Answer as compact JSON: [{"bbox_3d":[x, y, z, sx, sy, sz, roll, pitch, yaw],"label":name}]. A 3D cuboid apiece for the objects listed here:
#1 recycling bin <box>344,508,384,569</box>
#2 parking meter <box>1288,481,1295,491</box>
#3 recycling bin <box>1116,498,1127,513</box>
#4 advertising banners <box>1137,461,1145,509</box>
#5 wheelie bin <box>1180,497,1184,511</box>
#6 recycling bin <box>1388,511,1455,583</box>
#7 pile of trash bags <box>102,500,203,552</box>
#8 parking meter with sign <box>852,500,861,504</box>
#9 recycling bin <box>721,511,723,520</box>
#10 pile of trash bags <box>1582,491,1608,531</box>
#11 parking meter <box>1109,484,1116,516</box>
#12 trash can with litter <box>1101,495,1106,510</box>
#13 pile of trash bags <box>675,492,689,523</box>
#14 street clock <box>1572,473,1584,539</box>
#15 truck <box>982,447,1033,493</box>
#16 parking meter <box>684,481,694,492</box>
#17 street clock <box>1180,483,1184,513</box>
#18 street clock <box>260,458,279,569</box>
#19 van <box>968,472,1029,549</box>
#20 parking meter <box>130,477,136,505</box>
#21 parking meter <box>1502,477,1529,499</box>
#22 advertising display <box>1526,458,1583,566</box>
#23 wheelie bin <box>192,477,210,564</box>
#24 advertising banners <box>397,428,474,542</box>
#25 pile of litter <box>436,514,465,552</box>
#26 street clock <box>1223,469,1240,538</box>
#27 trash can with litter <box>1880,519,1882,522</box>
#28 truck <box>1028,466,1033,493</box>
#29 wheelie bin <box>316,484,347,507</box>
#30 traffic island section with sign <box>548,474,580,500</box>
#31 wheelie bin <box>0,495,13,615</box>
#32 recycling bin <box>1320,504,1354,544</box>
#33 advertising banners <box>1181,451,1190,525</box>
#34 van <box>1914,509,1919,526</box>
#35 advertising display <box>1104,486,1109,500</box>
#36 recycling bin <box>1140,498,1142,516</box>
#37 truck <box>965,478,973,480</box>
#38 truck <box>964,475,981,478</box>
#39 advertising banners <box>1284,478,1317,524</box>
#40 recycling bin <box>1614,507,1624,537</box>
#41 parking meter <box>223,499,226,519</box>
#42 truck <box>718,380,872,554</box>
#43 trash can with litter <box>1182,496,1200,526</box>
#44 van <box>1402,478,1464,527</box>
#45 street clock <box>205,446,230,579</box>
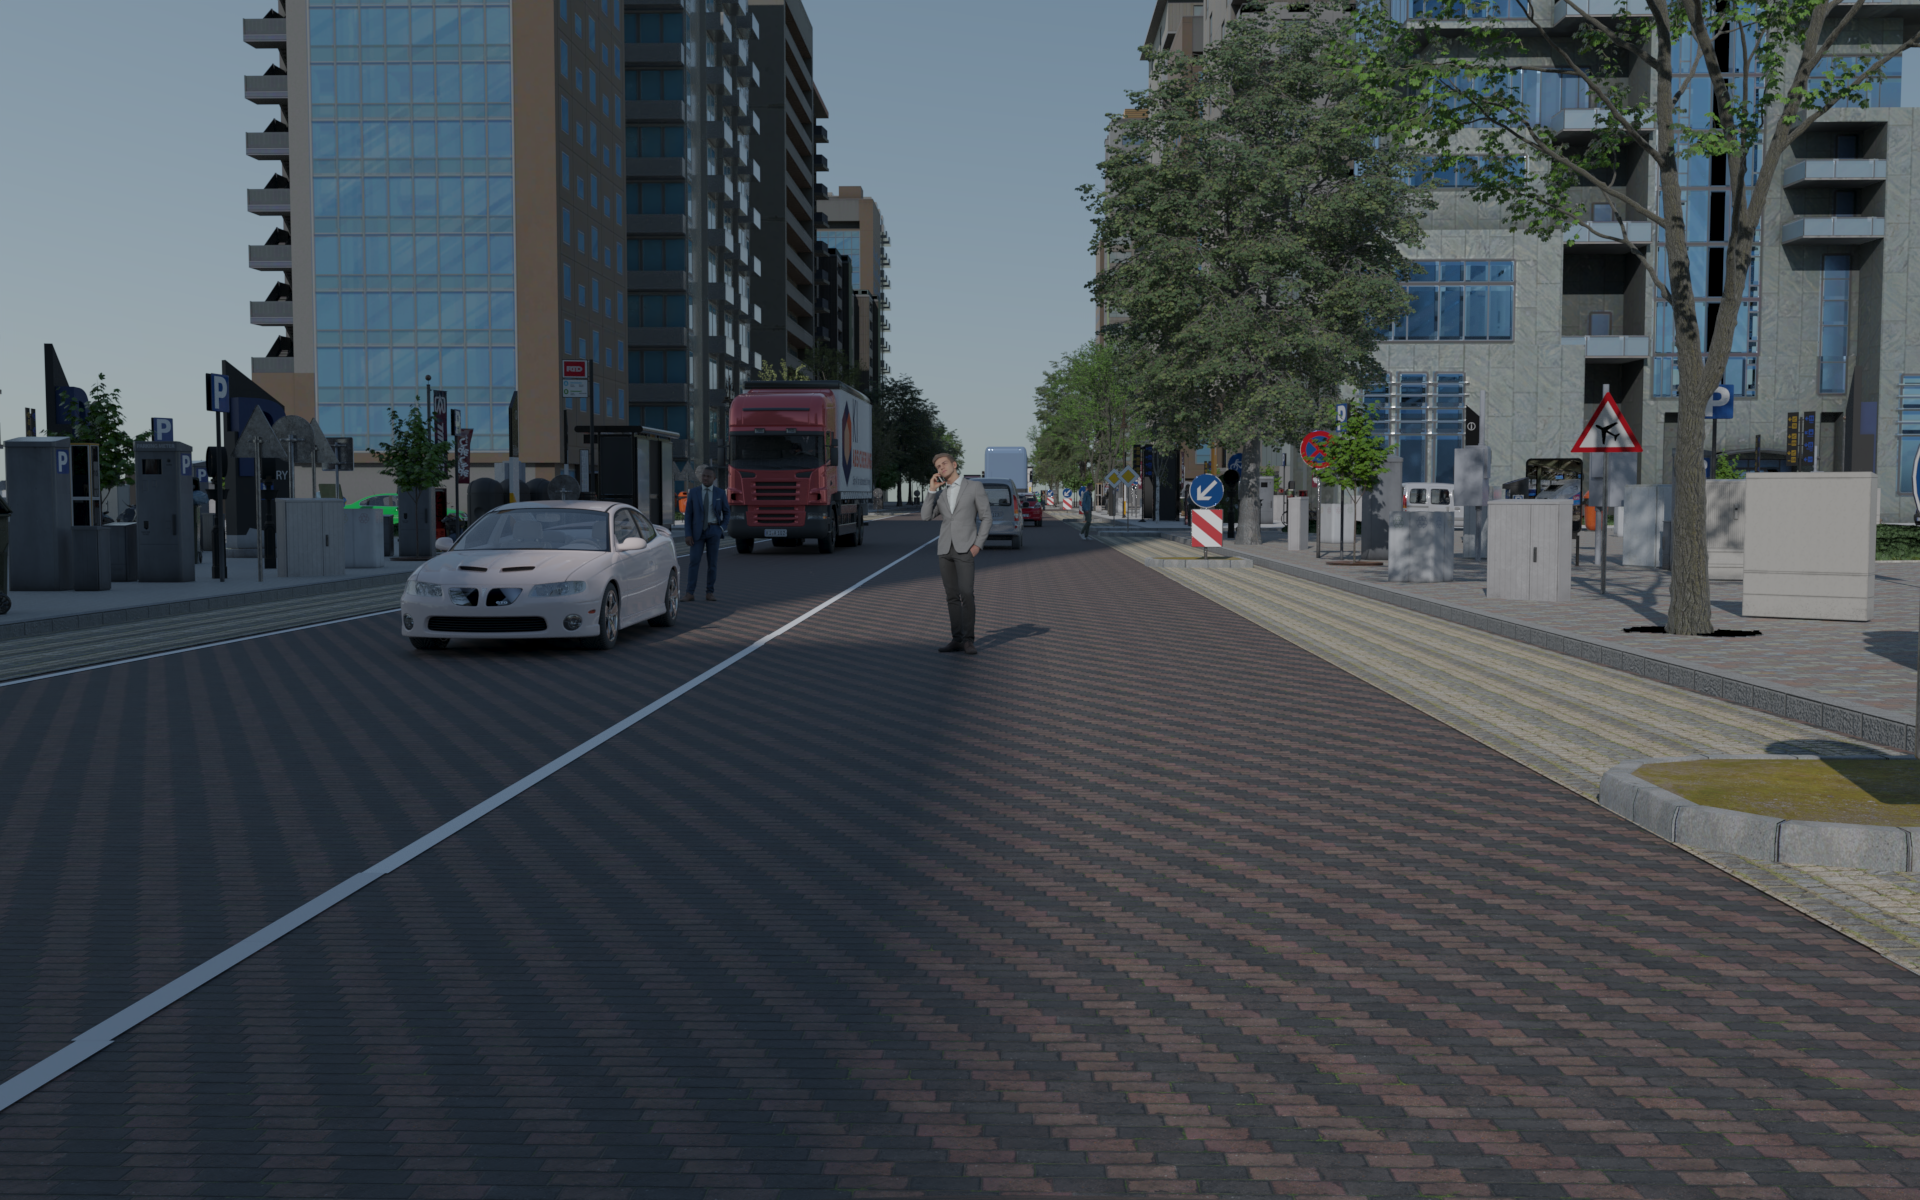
[{"bbox_3d":[-10.477,-1.077,30.162,0.722,1.027,0.722,0,4,-6],"label":"recycling bin"},{"bbox_3d":[14.469,-4.276,75.630,0.255,1.863,0.399,1,4,19],"label":"parking meter"},{"bbox_3d":[11.081,-6.475,118.414,0.722,1.027,0.722,-1,4,-10],"label":"recycling bin"},{"bbox_3d":[9.911,-5.838,91.641,0.090,3.025,2.074,-2,4,-26],"label":"advertising banners"},{"bbox_3d":[16.460,-7.365,128.330,0.980,1.594,0.693,0,4,6],"label":"wheelie bin"},{"bbox_3d":[6.760,-0.785,25.383,0.722,1.027,0.722,3,5,41],"label":"recycling bin"},{"bbox_3d":[-17.878,-1.649,36.712,1.912,1.369,3.447,1,4,16],"label":"pile of trash bags"},{"bbox_3d":[-7.939,-8.188,130.142,0.543,3.016,1.738,2,4,29],"label":"parking meter with sign"},{"bbox_3d":[-10.019,-3.669,72.543,0.722,1.027,0.722,2,4,29],"label":"recycling bin"},{"bbox_3d":[15.852,-1.807,39.289,3.447,1.369,1.912,0,4,1],"label":"pile of trash bags"},{"bbox_3d":[8.866,-5.812,100.731,0.255,1.863,0.399,3,5,44],"label":"parking meter"},{"bbox_3d":[11.054,-7.834,139.148,2.233,1.210,1.678,-1,4,-14],"label":"trash can with litter"},{"bbox_3d":[-13.454,-4.069,76.277,3.447,1.369,1.912,-2,4,-31],"label":"pile of trash bags"},{"bbox_3d":[17.443,-2.727,49.150,0.471,2.002,0.358,2,4,24],"label":"street clock"},{"bbox_3d":[2.243,-6.269,92.264,2.967,4.110,18.799,0,4,3],"label":"truck"},{"bbox_3d":[-12.172,-4.415,77.891,0.399,1.863,0.255,-2,4,-30],"label":"parking meter"},{"bbox_3d":[14.977,-6.938,118.007,0.358,2.002,0.471,-3,5,-42],"label":"street clock"},{"bbox_3d":[-11.881,-1.542,29.782,0.358,2.002,0.471,-2,4,-25],"label":"street clock"},{"bbox_3d":[0.844,-2.406,46.356,2.013,2.044,4.112,0,4,3],"label":"van"},{"bbox_3d":[-21.786,-2.436,45.546,0.255,1.863,0.399,-2,4,-28],"label":"parking meter"},{"bbox_3d":[8.116,-1.035,25.341,0.372,1.533,0.369,0,3,0],"label":"parking meter"},{"bbox_3d":[10.627,-1.578,31.017,0.974,1.923,0.123,1,4,21],"label":"advertising display"},{"bbox_3d":[-14.258,-1.459,31.765,0.980,1.594,0.693,-1,4,-18],"label":"wheelie bin"},{"bbox_3d":[-13.784,-3.021,45.586,2.074,3.025,0.090,-3,4,-36],"label":"advertising banners"},{"bbox_3d":[-11.294,-1.508,38.615,1.719,0.858,1.176,0,4,-1],"label":"pile of litter"},{"bbox_3d":[7.905,-2.806,50.447,0.471,2.002,0.358,1,4,19],"label":"street clock"},{"bbox_3d":[37.699,-3.689,71.697,1.055,1.170,0.624,3,4,36],"label":"trash can with litter"},{"bbox_3d":[6.145,-11.688,180.008,2.839,4.237,11.283,0,4,0],"label":"truck"},{"bbox_3d":[-19.201,-2.740,52.705,0.980,1.594,0.693,-2,4,-33],"label":"wheelie bin"},{"bbox_3d":[-7.932,-1.571,34.322,1.989,1.847,2.006,0,4,2],"label":"traffic island section with sign"},{"bbox_3d":[-10.510,-0.643,18.426,0.693,1.594,0.980,-3,5,-40],"label":"wheelie bin"},{"bbox_3d":[9.831,-1.997,45.201,0.722,1.027,0.722,-1,4,-22],"label":"recycling bin"},{"bbox_3d":[9.418,-4.633,71.940,0.090,3.025,2.074,1,4,21],"label":"advertising banners"},{"bbox_3d":[37.460,-3.568,62.718,5.245,2.365,2.240,0,4,1],"label":"van"},{"bbox_3d":[12.168,-8.366,141.994,0.123,1.923,0.974,-2,4,-34],"label":"advertising display"},{"bbox_3d":[11.064,-5.475,102.069,0.722,1.027,0.722,-2,4,-25],"label":"recycling bin"},{"bbox_3d":[1.258,-12.924,207.225,3.469,3.379,9.791,0,4,1],"label":"truck"},{"bbox_3d":[1.794,-16.043,251.215,2.839,4.237,11.283,0,4,1],"label":"truck"},{"bbox_3d":[14.378,-4.676,72.636,0.090,3.025,2.074,-2,4,-33],"label":"advertising banners"},{"bbox_3d":[19.943,-2.392,51.669,0.722,1.027,0.722,1,4,12],"label":"recycling bin"},{"bbox_3d":[-38.059,-5.130,89.590,0.255,1.863,0.399,3,4,38],"label":"parking meter"},{"bbox_3d":[-4.047,-3.436,45.092,2.839,4.237,11.283,0,4,3],"label":"truck"},{"bbox_3d":[9.353,-3.487,68.402,0.624,1.170,1.055,-1,4,-13],"label":"trash can with litter"},{"bbox_3d":[17.826,-3.400,62.604,4.112,2.044,2.013,0,4,2],"label":"van"},{"bbox_3d":[-11.260,-1.328,26.281,0.358,2.002,0.471,-2,4,-35],"label":"street clock"}]
